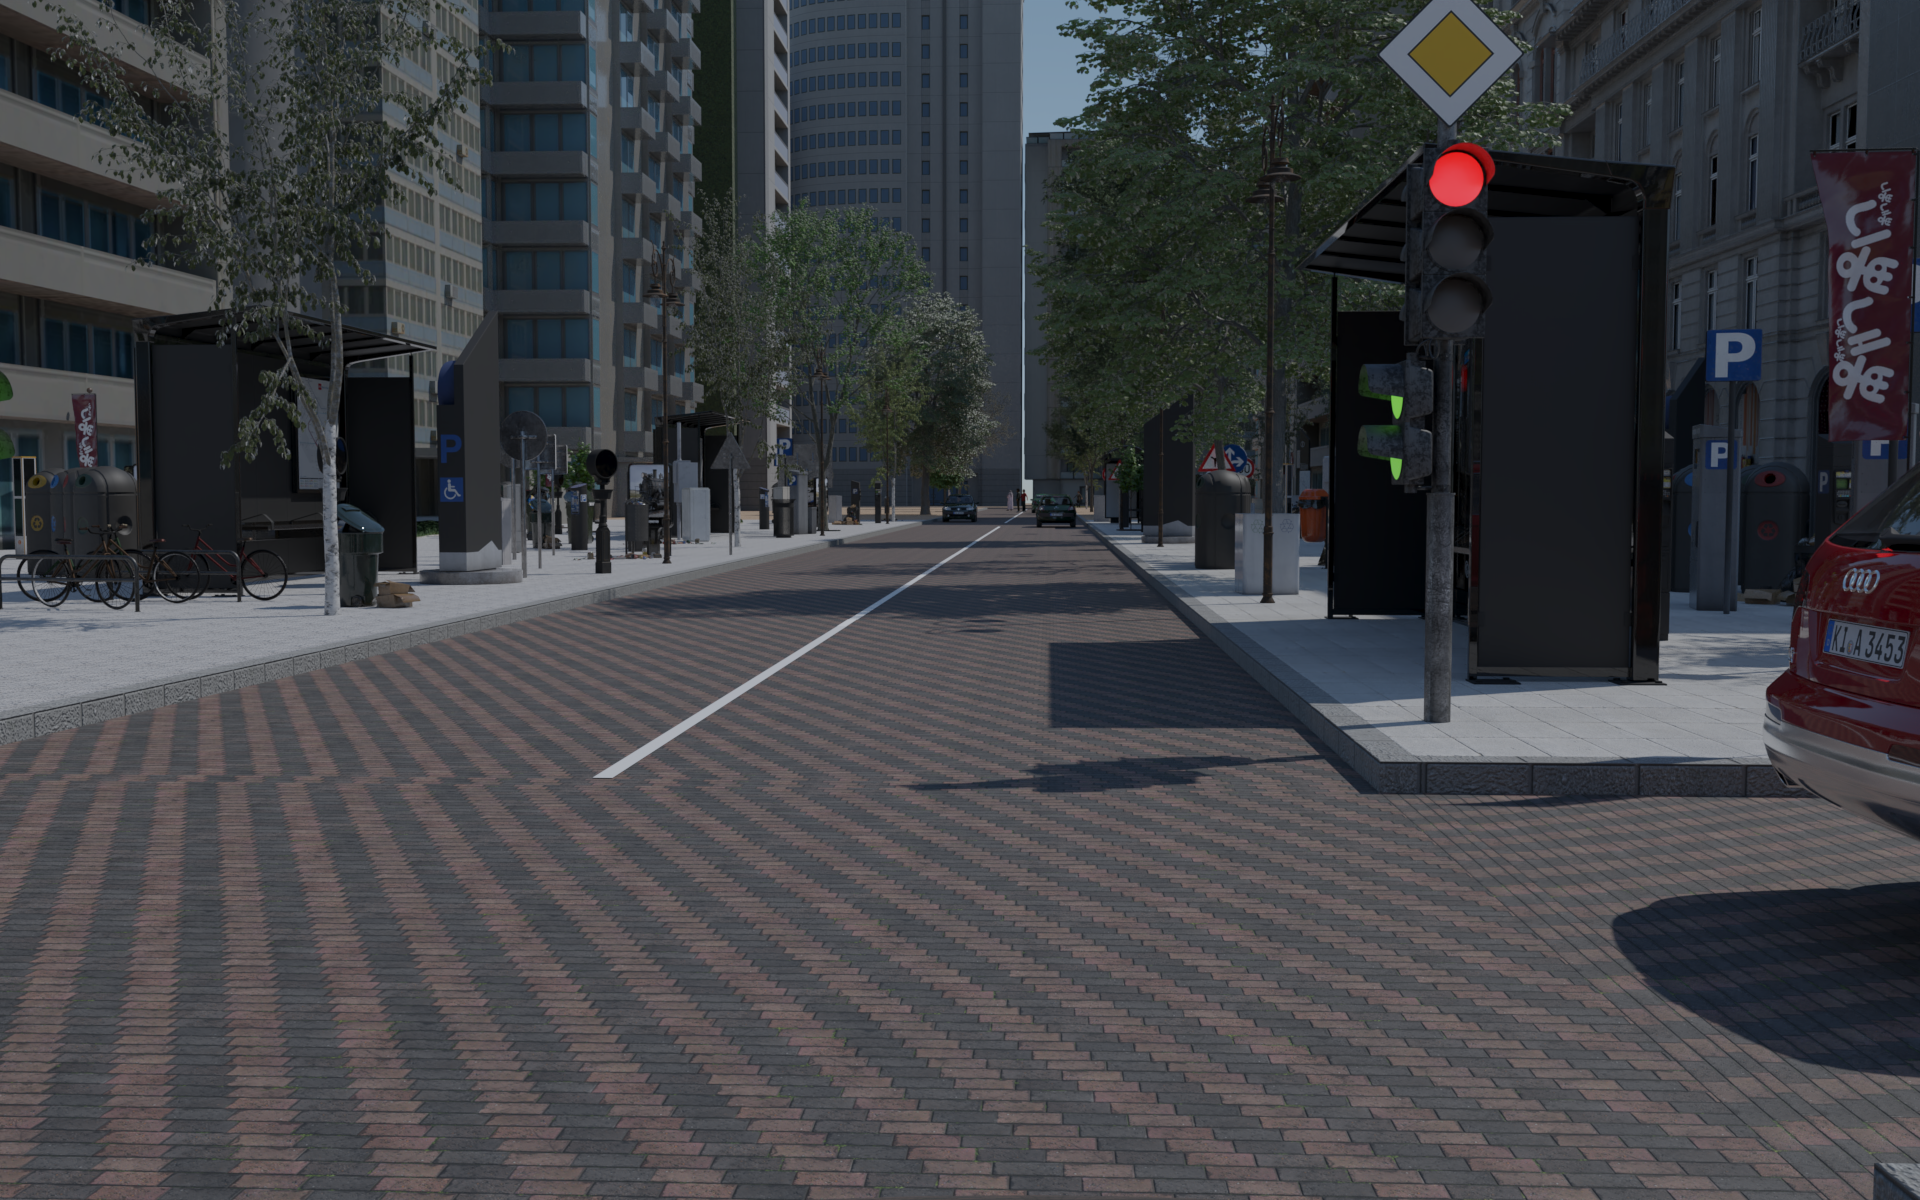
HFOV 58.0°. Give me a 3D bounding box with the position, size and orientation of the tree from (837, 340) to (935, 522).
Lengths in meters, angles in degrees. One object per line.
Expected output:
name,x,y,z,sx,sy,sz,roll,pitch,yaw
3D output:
tree,-3.314,-7.931,80.036,4.737,8.622,4.395,0,3,0

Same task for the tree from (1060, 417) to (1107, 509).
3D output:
tree,10.633,-11.998,146.524,4.737,8.622,4.395,0,3,0

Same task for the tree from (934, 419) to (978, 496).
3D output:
tree,-0.662,-11.057,131.138,4.360,8.622,3.978,0,3,0

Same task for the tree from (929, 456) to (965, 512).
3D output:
tree,-1.116,-8.645,125.063,4.285,4.588,4.351,0,3,0

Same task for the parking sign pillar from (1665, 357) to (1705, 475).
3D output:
parking sign pillar,14.062,-2.776,33.862,1.447,3.967,1.447,-3,5,-44

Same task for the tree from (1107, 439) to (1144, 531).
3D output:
tree,5.986,-4.023,60.373,1.663,3.219,1.824,0,3,0

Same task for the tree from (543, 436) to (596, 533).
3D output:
tree,-12.640,-3.873,57.918,1.663,3.219,1.824,0,3,0

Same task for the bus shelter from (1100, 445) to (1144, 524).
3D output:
bus shelter,7.064,-4.906,74.131,2.014,3.302,5.546,0,4,3

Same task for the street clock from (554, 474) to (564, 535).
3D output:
street clock,-12.753,-3.082,54.957,0.358,2.002,0.471,1,4,9

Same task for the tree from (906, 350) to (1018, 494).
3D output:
tree,0.026,-14.474,147.022,12.009,13.543,11.850,0,3,0

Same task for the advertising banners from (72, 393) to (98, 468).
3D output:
advertising banners,-14.495,-2.068,29.997,2.074,3.025,0.090,1,4,16

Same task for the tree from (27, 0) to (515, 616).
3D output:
tree,-6.885,-4.140,18.053,4.360,8.622,3.978,0,3,0

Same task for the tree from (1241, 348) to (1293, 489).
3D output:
tree,14.895,-8.029,81.637,4.360,8.622,3.978,0,3,0

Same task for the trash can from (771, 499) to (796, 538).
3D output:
trash can,-5.171,-2.392,50.762,0.748,1.137,0.748,0,3,0

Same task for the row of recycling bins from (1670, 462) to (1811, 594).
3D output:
row of recycling bins,10.065,-0.940,22.487,3.534,1.692,1.069,2,4,29

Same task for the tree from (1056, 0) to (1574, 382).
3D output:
tree,5.123,-6.579,25.688,7.486,12.596,7.792,0,3,0

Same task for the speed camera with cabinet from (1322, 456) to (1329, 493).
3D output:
speed camera with cabinet,9.361,-2.890,41.587,0.660,3.252,2.038,-1,4,-11

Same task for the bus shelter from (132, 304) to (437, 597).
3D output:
bus shelter,-9.345,-2.040,24.644,1.731,3.624,6.357,0,4,3

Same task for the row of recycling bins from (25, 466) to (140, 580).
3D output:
row of recycling bins,-13.516,-1.200,26.732,1.069,1.692,3.534,-3,5,-41

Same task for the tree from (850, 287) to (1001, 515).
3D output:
tree,-2.100,-12.277,107.382,9.857,13.997,8.962,0,3,0

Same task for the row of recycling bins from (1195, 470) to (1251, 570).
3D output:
row of recycling bins,4.722,-1.466,31.082,1.069,1.692,3.534,1,4,9

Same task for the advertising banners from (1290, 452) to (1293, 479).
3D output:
advertising banners,13.692,-4.663,72.432,0.090,3.025,2.074,0,4,-1

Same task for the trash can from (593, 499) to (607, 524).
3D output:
trash can,-15.526,-3.854,74.661,0.748,1.137,0.748,0,3,0

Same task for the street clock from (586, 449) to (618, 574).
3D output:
street clock,-5.762,-1.428,27.923,0.358,2.002,0.471,3,5,40

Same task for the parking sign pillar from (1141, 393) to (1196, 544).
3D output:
parking sign pillar,5.457,-3.464,45.101,1.447,3.967,1.447,1,4,17

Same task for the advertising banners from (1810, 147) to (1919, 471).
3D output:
advertising banners,5.348,-0.770,8.771,2.074,3.025,0.090,0,4,7

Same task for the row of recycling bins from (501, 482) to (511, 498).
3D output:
row of recycling bins,-15.903,-3.125,58.203,3.534,1.692,1.069,3,5,44

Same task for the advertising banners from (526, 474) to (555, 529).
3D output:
advertising banners,-15.557,-4.074,62.805,2.074,3.025,0.090,-1,4,-18

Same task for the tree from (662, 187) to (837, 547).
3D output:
tree,-5.313,-5.590,41.763,4.360,8.622,3.978,0,3,0

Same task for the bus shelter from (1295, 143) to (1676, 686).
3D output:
bus shelter,4.123,-1.432,14.690,1.731,3.624,6.357,0,4,3

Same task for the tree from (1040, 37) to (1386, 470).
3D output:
tree,5.151,-6.180,35.462,7.601,10.594,8.767,1,4,14

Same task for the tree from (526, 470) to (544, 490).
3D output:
tree,-15.337,-4.288,64.709,1.663,3.219,1.824,0,3,0

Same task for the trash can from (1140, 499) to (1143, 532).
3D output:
trash can,6.093,-2.673,55.363,0.748,1.137,0.748,0,3,0

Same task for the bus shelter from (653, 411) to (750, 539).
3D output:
bus shelter,-7.665,-3.709,51.931,1.731,3.624,6.357,0,4,3

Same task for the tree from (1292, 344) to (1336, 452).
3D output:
tree,16.971,-7.594,74.529,4.360,8.622,3.978,0,3,0

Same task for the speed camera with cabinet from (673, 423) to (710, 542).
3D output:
speed camera with cabinet,-7.354,-3.248,47.442,0.660,3.252,2.038,-1,4,-21

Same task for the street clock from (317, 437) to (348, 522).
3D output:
street clock,-8.001,-1.074,22.125,0.358,2.002,0.471,0,4,0

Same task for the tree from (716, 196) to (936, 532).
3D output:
tree,-4.650,-8.184,59.565,9.928,11.665,9.643,0,3,0

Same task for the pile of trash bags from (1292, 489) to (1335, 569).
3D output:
pile of trash bags,7.186,-1.287,30.796,3.447,1.369,1.912,-3,5,-41

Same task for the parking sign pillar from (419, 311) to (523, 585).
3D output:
parking sign pillar,-7.086,-2.234,25.002,1.447,3.967,1.447,0,4,7
